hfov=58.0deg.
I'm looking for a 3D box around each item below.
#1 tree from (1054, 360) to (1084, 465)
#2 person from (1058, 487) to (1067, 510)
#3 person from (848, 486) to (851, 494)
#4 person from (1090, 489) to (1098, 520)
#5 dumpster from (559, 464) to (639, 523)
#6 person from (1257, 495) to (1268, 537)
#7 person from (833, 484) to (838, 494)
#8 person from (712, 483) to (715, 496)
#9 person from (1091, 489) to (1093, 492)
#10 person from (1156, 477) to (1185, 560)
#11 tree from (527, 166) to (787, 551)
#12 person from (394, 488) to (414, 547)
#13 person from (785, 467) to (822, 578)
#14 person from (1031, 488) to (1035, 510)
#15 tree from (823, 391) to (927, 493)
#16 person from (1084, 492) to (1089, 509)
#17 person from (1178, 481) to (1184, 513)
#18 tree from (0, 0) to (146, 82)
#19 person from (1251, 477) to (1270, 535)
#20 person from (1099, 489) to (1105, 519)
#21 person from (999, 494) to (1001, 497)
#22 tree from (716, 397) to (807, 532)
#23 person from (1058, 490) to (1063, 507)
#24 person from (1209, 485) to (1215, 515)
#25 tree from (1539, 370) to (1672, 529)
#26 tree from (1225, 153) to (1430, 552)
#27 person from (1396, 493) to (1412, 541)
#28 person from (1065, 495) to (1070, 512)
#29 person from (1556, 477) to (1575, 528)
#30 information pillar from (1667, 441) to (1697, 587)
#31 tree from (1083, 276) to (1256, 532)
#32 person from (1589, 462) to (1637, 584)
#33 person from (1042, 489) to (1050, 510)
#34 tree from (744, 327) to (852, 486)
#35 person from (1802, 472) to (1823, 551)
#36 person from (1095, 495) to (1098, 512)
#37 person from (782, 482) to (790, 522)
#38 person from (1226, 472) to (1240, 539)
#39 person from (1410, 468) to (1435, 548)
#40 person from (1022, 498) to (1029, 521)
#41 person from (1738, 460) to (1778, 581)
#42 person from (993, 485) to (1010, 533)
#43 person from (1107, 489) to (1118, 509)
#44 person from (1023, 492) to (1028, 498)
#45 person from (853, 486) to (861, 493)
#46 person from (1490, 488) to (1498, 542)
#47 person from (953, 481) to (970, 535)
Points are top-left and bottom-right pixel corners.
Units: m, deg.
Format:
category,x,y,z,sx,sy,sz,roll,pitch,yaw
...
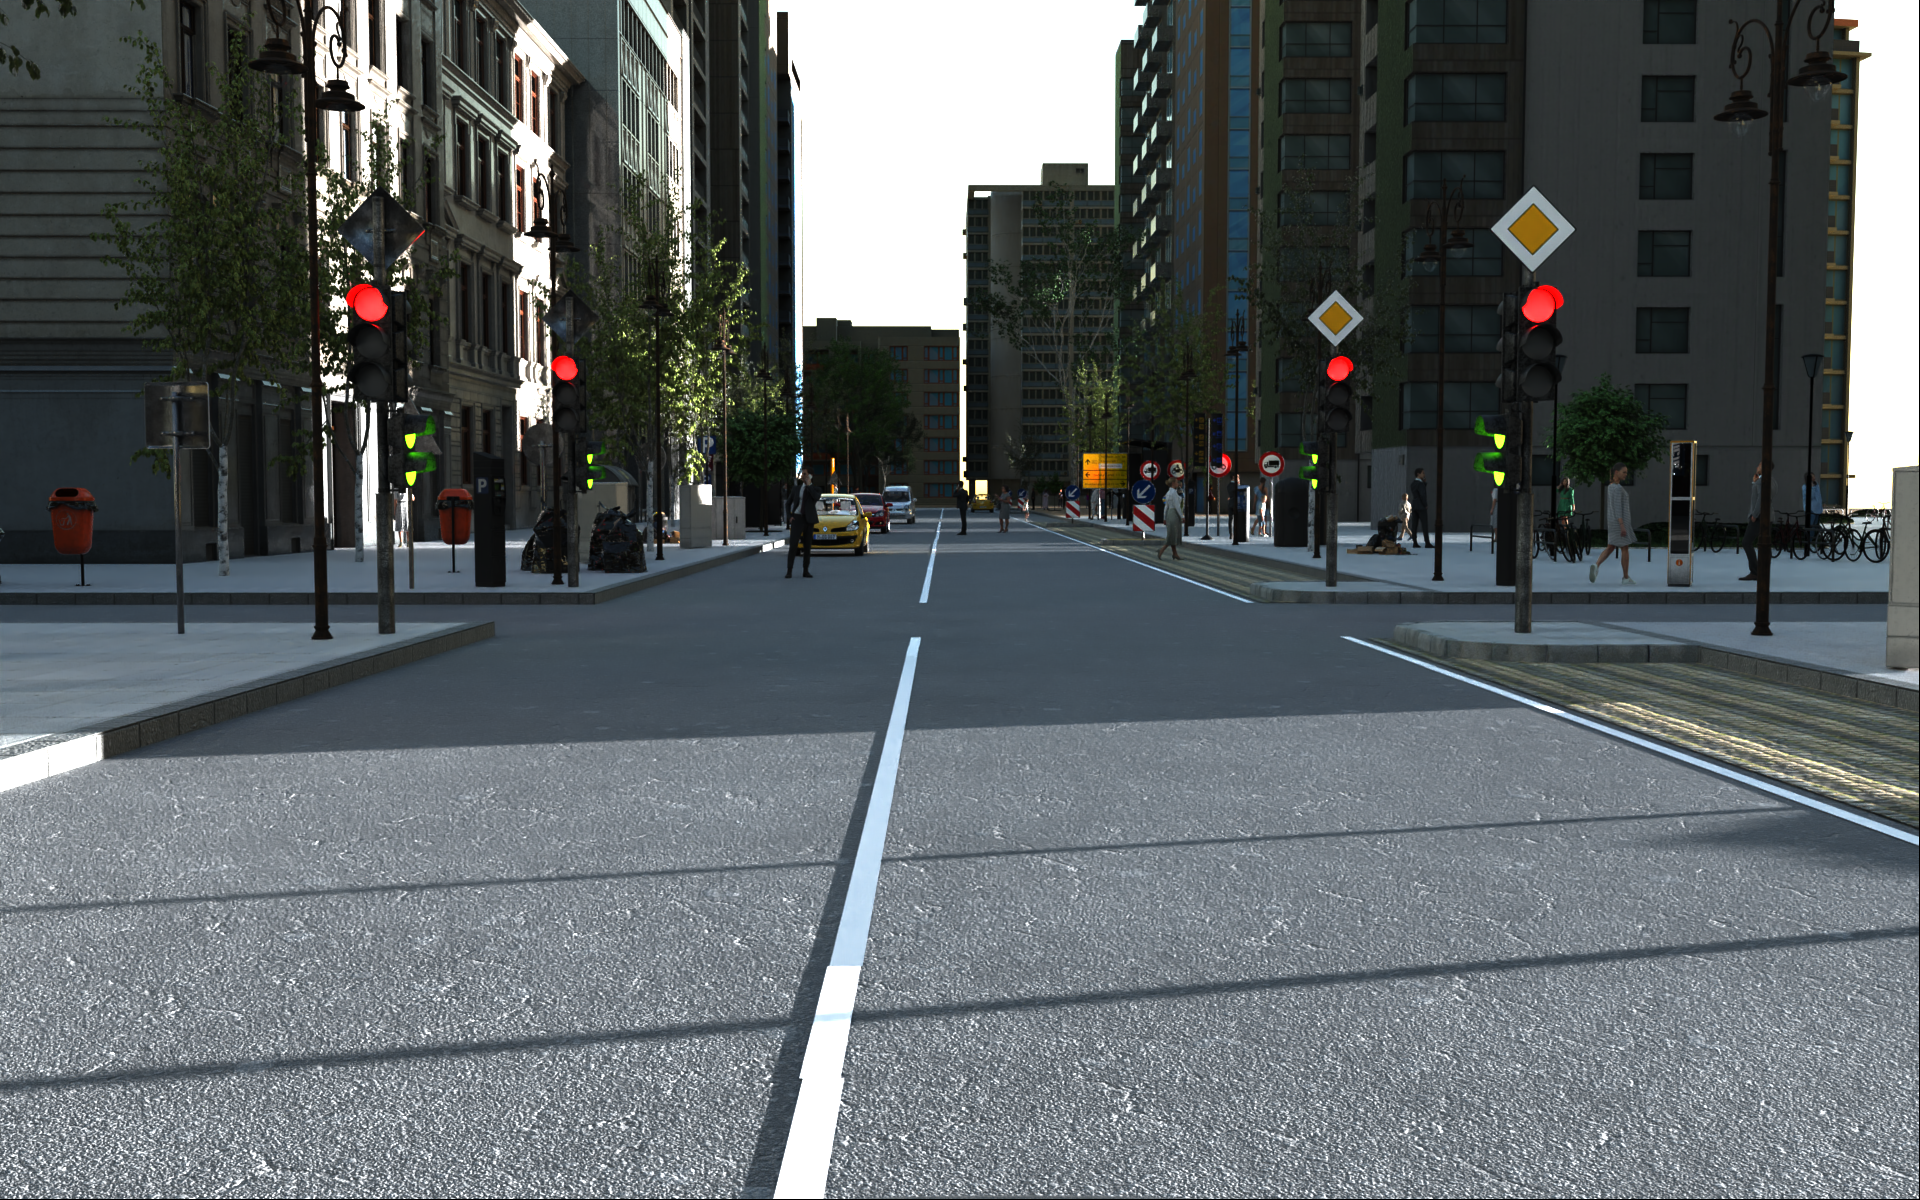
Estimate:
category,x,y,z,sx,sy,sz,roll,pitch,yaw
tree,7.349,-8.736,93.201,4.737,8.622,4.395,0,3,0
person,8.763,-8.460,143.994,1.348,1.869,0.705,-1,4,-13
person,-7.945,-7.160,123.119,0.705,1.822,1.348,0,4,8
person,6.755,-4.932,86.567,0.818,1.842,0.514,-3,5,-44
dumpster,-7.081,-1.727,33.995,1.264,1.857,1.865,0,4,-1
person,9.128,-2.538,52.230,0.332,1.250,0.352,-2,4,-29
person,-6.698,-5.443,94.877,0.795,1.843,0.661,0,4,-5
person,-10.412,-4.021,71.969,0.466,1.800,0.511,0,3,0
person,12.220,-9.337,159.159,0.568,1.767,0.683,-1,4,-16
person,4.530,-1.747,37.290,0.641,1.798,0.478,0,4,-3
tree,-7.151,-5.399,38.643,4.737,8.622,4.395,0,3,0
person,-13.424,-2.152,41.799,0.480,1.755,0.524,-2,4,-26
person,-2.684,-1.334,29.675,0.648,1.900,0.474,0,4,-7
person,5.937,-8.242,140.936,0.705,1.807,1.348,0,4,-4
tree,-7.529,-12.559,139.749,7.601,10.594,8.767,3,5,43
person,11.275,-8.747,152.277,0.991,1.433,0.599,-2,4,-31
person,9.719,-4.337,76.824,0.514,1.842,0.818,2,4,35
tree,-6.815,-3.684,10.590,4.360,8.622,3.978,0,3,0
person,9.423,-2.928,54.009,0.778,1.811,0.616,-3,5,-40
person,7.312,-5.057,88.738,0.388,1.821,0.555,2,4,24
person,3.829,-9.068,159.982,0.599,1.433,0.991,1,4,10
tree,-6.791,-4.589,58.739,4.285,4.588,4.351,0,3,0
person,9.783,-9.841,167.467,0.617,1.759,0.750,-1,4,-20
person,15.545,-6.199,107.354,0.705,1.831,1.348,0,4,-6
tree,16.976,-3.805,45.930,4.285,4.588,4.351,0,3,0
tree,8.060,-5.379,38.310,4.360,8.622,3.978,0,3,0
person,12.260,-2.290,47.764,0.640,1.303,0.475,3,5,44
person,7.464,-6.843,119.400,0.415,1.643,0.593,0,4,5
person,18.646,-2.877,53.332,0.600,1.795,0.529,2,4,33
information pillar,10.011,-1.194,24.019,0.304,2.012,0.304,2,4,29
tree,7.434,-6.561,57.640,4.737,8.622,4.395,0,3,0
person,9.323,-1.090,24.617,0.760,1.731,0.466,-2,4,-26
person,6.985,-8.240,141.437,0.621,1.740,0.551,3,5,43
tree,-7.105,-7.757,77.197,4.360,8.622,3.978,0,3,0
person,19.357,-2.023,39.392,0.793,1.790,0.793,1,4,22
person,9.222,-6.493,115.384,0.628,1.438,0.799,1,4,19
person,-7.985,-4.523,79.803,0.447,1.846,0.655,2,4,30
person,7.857,-2.678,49.190,0.474,1.900,0.648,-2,4,-32
person,11.036,-2.200,41.369,0.474,1.900,0.648,-1,4,-21
person,3.395,-4.715,90.606,0.382,1.210,0.505,-2,4,-34
person,11.886,-1.195,25.768,0.592,1.802,0.473,-2,4,-32
person,1.539,-3.394,64.351,0.532,1.782,0.716,-2,4,-33
person,12.810,-8.627,146.724,1.348,1.869,0.705,0,4,2
person,5.937,-9.288,158.570,0.551,1.740,0.621,-2,4,-24
person,-6.309,-6.218,108.163,0.568,1.767,0.683,3,5,44
person,14.251,-2.416,46.115,0.480,1.755,0.524,-3,5,-41
person,0.030,-3.231,60.682,0.474,1.900,0.648,1,4,18
